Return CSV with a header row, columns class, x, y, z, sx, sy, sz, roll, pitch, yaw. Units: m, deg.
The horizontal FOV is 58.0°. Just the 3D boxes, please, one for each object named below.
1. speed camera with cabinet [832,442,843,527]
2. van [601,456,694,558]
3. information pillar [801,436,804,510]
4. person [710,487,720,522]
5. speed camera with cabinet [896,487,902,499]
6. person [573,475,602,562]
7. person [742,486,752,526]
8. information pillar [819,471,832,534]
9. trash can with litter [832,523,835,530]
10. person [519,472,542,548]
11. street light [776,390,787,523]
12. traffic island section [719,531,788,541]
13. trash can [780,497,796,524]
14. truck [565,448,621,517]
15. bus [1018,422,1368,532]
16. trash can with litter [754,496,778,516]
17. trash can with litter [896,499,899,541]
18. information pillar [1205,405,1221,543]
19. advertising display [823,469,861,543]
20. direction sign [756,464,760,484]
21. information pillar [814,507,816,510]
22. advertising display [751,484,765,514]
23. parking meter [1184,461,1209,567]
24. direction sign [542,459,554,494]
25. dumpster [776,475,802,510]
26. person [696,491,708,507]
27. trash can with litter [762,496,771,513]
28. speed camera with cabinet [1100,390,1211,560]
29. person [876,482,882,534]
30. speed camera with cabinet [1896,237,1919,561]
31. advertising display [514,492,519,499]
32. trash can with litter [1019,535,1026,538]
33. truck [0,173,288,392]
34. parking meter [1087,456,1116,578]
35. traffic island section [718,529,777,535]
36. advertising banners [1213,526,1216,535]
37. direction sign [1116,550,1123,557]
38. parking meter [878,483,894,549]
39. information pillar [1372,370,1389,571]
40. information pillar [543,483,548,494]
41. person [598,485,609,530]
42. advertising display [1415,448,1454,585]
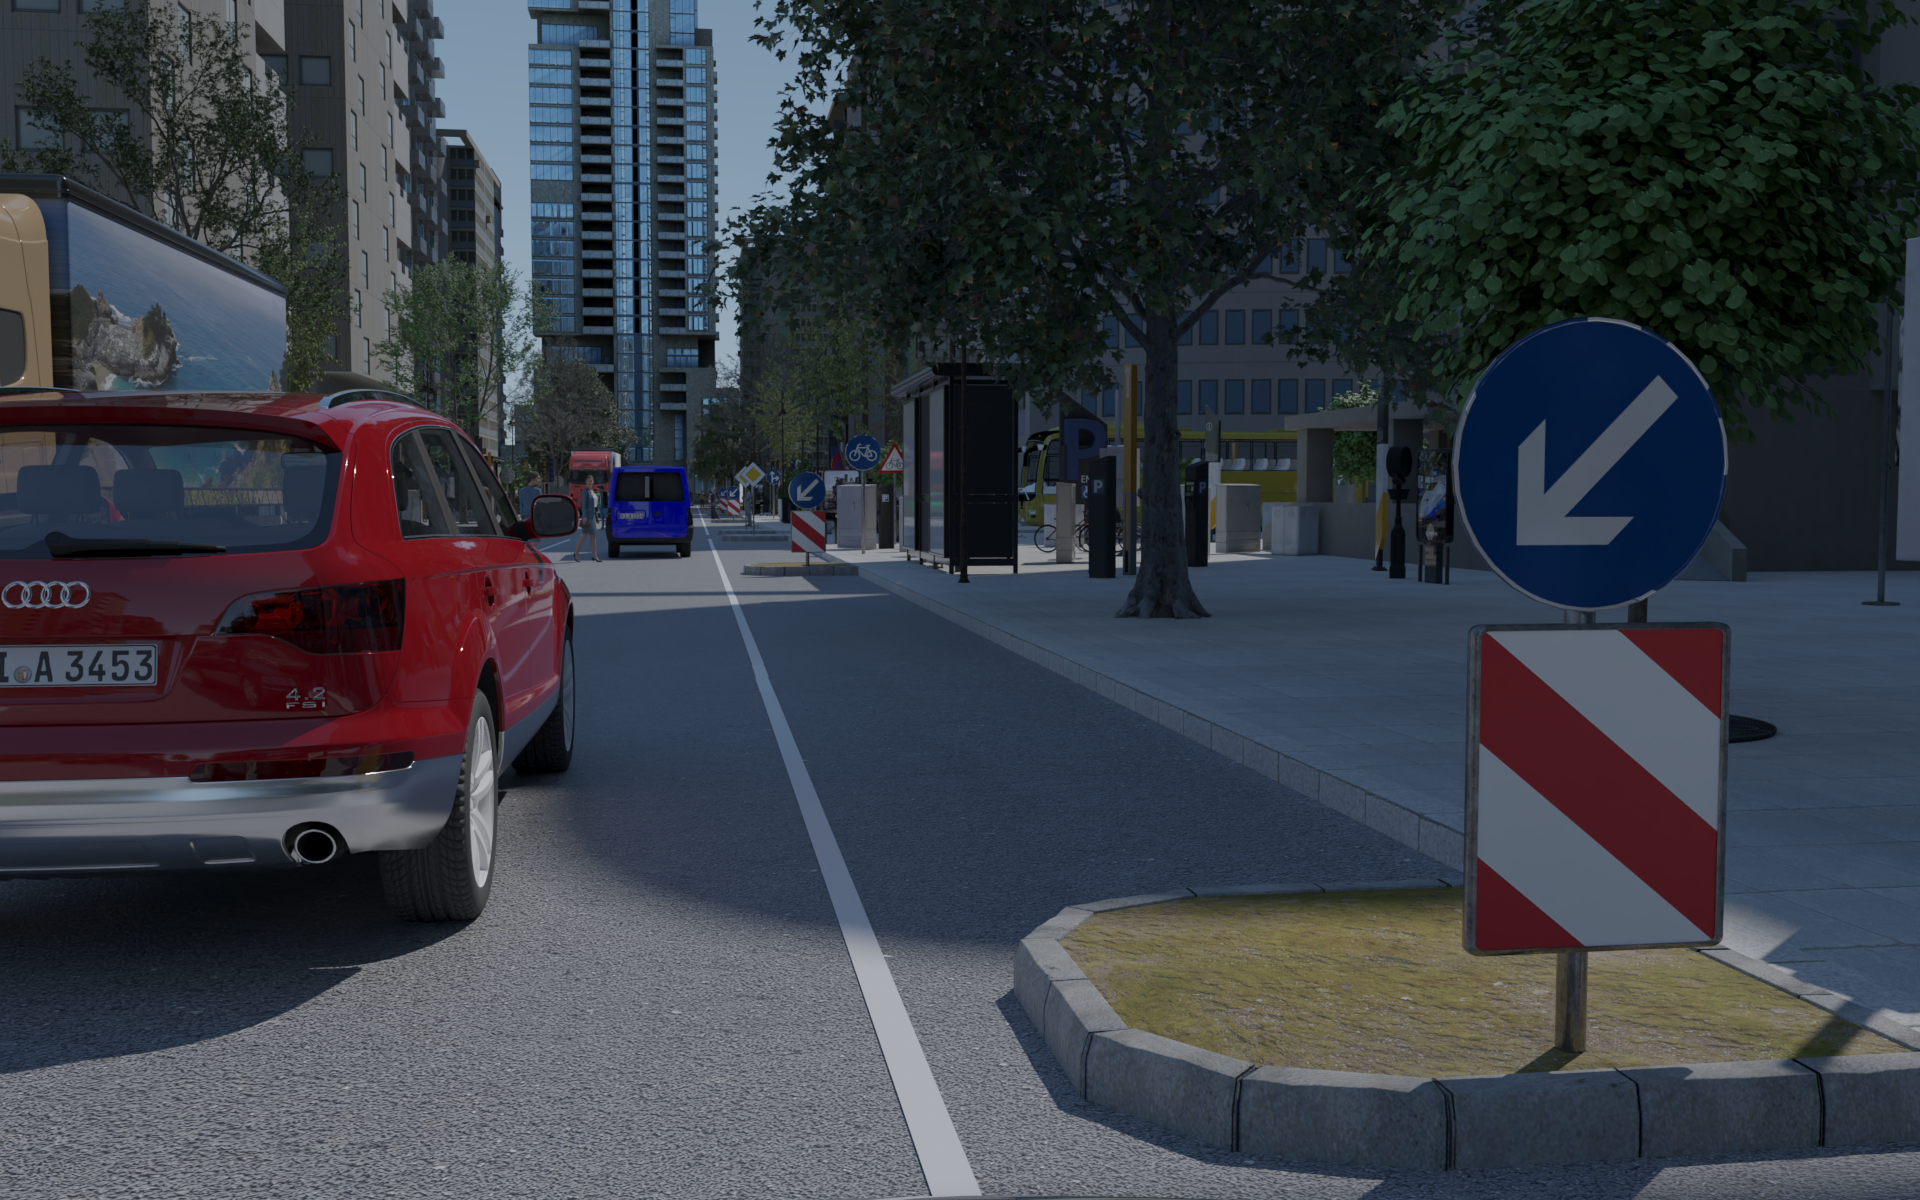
class,x,y,z,sx,sy,sz,roll,pitch,yaw
speed camera with cabinet,-4.885,-4.428,66.741,0.660,3.252,2.038,-1,4,-17
van,-7.333,-2.225,40.756,2.240,2.365,5.245,-1,4,-11
information pillar,-6.135,-4.664,67.608,0.183,3.616,0.504,0,4,-4
person,-12.781,-4.964,90.087,0.534,1.772,0.576,-2,4,-35
speed camera with cabinet,-3.258,-7.353,114.558,2.038,3.252,0.660,1,4,18
person,-7.832,-1.708,36.444,0.654,1.822,0.581,2,4,32
person,-9.483,-4.175,76.938,0.466,1.800,0.511,-2,4,-32
information pillar,-4.288,-3.099,55.154,0.304,2.012,0.304,3,5,44
trash can with litter,-4.372,-3.153,62.603,1.678,1.210,2.233,1,4,13
person,-7.439,-1.314,30.010,0.581,1.822,0.654,3,4,38
street light,-7.924,-6.400,77.433,0.468,5.910,1.993,-1,4,-9
traffic island section,-6.414,-1.942,54.030,2.009,0.180,2.903,-1,4,-9
trash can,-7.458,-3.905,75.508,0.748,1.137,0.748,0,3,0
truck,-22.606,-7.241,107.307,2.839,4.237,11.283,0,4,-8
bus,7.878,-4.180,59.894,12.252,3.916,2.896,-1,4,-10
trash can with litter,-11.015,-5.511,101.164,2.233,1.210,1.678,-1,4,-22
trash can with litter,-1.562,-2.162,46.739,0.624,1.170,1.055,3,5,44
information pillar,6.644,-3.319,45.617,0.183,3.616,0.504,-3,5,-40
advertising display,-3.065,-2.429,44.935,0.974,1.923,0.123,0,4,4
direction sign,-15.241,-8.387,129.119,0.876,3.537,0.379,3,4,38
information pillar,-5.332,-3.716,65.246,0.304,2.012,0.304,-1,4,-11
advertising display,-12.944,-6.458,110.798,0.974,1.923,0.123,2,4,27
parking meter,4.168,-1.518,30.535,0.399,1.863,0.255,-3,5,-39
direction sign,-26.497,-7.302,111.390,0.876,3.537,0.379,1,4,19
dumpster,-8.457,-5.175,87.111,1.502,2.255,1.985,-1,4,-9
person,-27.533,-10.782,184.876,1.348,1.812,0.705,-1,4,-14
trash can with litter,-13.092,-6.565,118.731,1.055,1.170,0.624,2,4,34
speed camera with cabinet,3.707,-2.358,32.889,2.038,3.252,0.660,1,4,18
person,-2.722,-3.009,57.601,0.656,1.842,0.836,0,4,0
speed camera with cabinet,3.839,-0.656,5.067,0.660,3.252,2.038,-1,4,-22
advertising display,-28.737,-6.596,113.054,0.123,1.923,0.974,2,4,28
trash can with litter,1.185,-2.477,51.563,1.678,1.210,2.233,-2,4,-26
truck,-9.335,-1.738,17.328,2.839,4.237,11.283,0,4,-8
parking meter,2.166,-1.269,26.463,0.399,1.863,0.255,3,4,38
traffic island section,-7.632,-2.425,61.922,2.009,0.180,2.903,-1,4,-9
advertising banners,7.311,-3.608,55.183,2.074,3.025,0.090,2,4,24
direction sign,3.394,-2.663,35.532,0.379,3.537,0.876,0,4,4
parking meter,-1.729,-1.972,40.655,0.372,1.533,0.369,0,3,0
information pillar,7.018,-2.290,28.797,0.183,3.616,0.504,0,4,1
information pillar,-27.118,-6.666,113.474,0.304,2.012,0.304,-2,4,-34
person,-14.211,-3.682,69.052,0.721,1.781,0.623,-3,5,-44
advertising display,6.808,-1.201,24.848,0.123,1.923,0.974,-1,4,-11
